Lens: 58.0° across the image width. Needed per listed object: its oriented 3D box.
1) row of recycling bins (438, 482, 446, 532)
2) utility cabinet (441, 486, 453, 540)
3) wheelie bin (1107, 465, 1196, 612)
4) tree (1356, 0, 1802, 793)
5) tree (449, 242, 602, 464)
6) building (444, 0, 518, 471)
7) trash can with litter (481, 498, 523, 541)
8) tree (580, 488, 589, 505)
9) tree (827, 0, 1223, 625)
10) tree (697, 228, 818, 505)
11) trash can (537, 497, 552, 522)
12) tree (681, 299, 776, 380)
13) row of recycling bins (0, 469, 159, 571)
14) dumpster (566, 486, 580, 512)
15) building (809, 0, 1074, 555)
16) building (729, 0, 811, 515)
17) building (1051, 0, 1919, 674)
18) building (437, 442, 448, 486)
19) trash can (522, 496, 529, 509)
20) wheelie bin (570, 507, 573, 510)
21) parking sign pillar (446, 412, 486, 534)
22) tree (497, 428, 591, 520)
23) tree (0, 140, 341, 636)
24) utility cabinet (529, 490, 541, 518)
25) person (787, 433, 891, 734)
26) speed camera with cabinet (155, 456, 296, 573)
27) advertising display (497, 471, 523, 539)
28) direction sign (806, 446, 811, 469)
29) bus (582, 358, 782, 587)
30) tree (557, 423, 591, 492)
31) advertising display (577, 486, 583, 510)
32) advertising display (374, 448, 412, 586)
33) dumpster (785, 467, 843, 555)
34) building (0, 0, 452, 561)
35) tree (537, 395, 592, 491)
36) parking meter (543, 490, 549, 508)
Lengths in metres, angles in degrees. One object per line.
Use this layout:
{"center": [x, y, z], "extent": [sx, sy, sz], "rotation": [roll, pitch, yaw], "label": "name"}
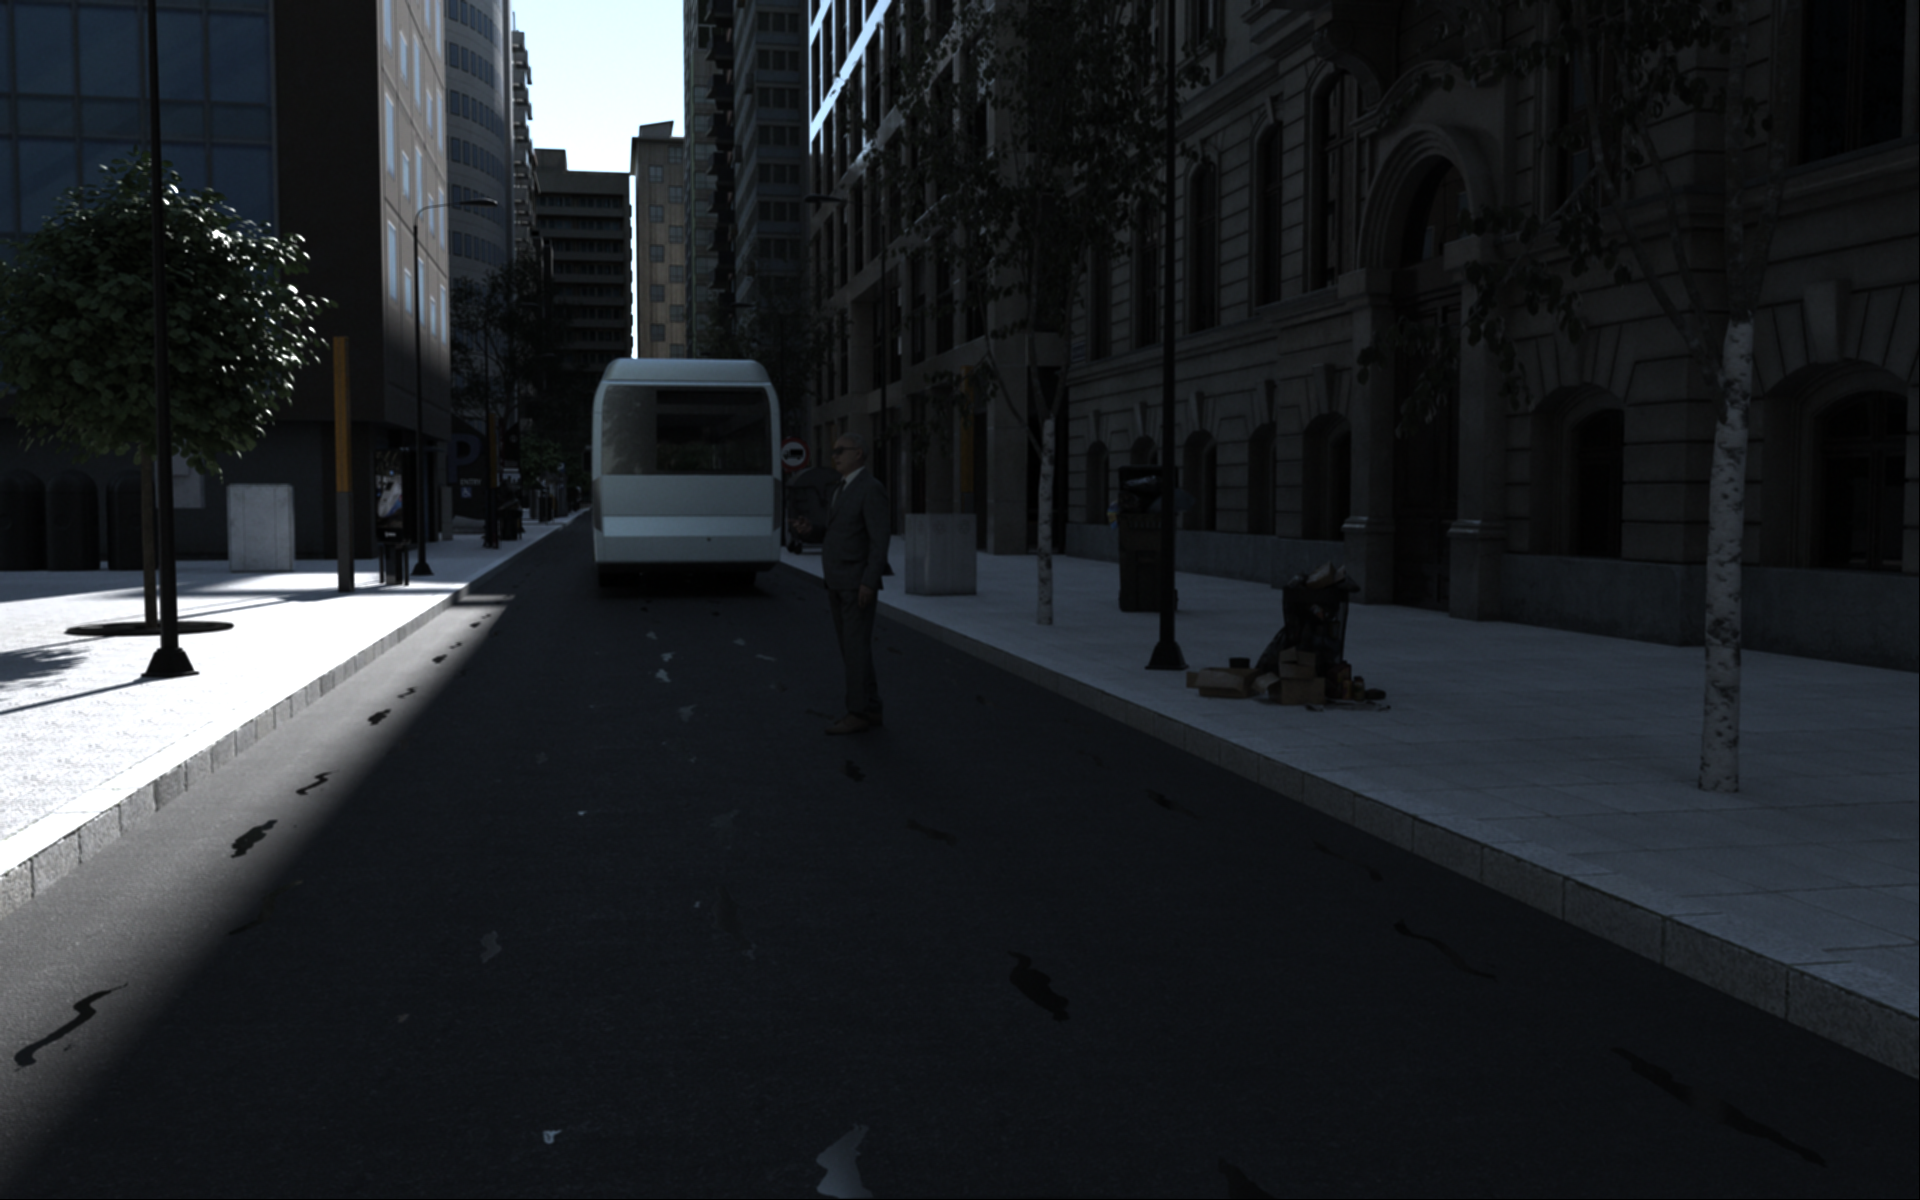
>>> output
{"center": [-18.940, -3.134, 58.355], "extent": [3.534, 1.692, 1.069], "rotation": [0, 4, 7], "label": "row of recycling bins"}
{"center": [-14.350, -2.434, 48.474], "extent": [0.318, 1.500, 1.173], "rotation": [-1, 4, -17], "label": "utility cabinet"}
{"center": [2.086, -0.676, 18.966], "extent": [0.980, 1.594, 0.693], "rotation": [1, 4, 10], "label": "wheelie bin"}
{"center": [3.196, -3.493, 7.469], "extent": [4.360, 8.622, 3.978], "rotation": [0, 3, 0], "label": "tree"}
{"center": [-16.468, -7.891, 63.433], "extent": [7.601, 10.594, 8.767], "rotation": [-1, 4, -21], "label": "tree"}
{"center": [-42.242, -35.280, 118.826], "extent": [21.231, 58.520, 28.212], "rotation": [-1, 4, -11], "label": "building"}
{"center": [-12.596, -2.217, 47.628], "extent": [1.055, 1.170, 0.624], "rotation": [-3, 5, -42], "label": "trash can with litter"}
{"center": [-45.816, -13.172, 209.962], "extent": [1.663, 3.219, 1.824], "rotation": [0, 3, 0], "label": "tree"}
{"center": [0.782, -4.079, 17.051], "extent": [4.360, 8.622, 3.978], "rotation": [0, 3, 0], "label": "tree"}
{"center": [-4.873, -5.919, 47.133], "extent": [4.360, 8.622, 3.978], "rotation": [0, 3, 0], "label": "tree"}
{"center": [-19.312, -4.223, 80.703], "extent": [0.748, 1.137, 0.748], "rotation": [0, 3, 0], "label": "trash can"}
{"center": [-8.703, -7.000, 64.819], "extent": [4.737, 8.622, 4.395], "rotation": [0, 3, 0], "label": "tree"}
{"center": [-15.342, -1.349, 29.170], "extent": [3.534, 1.692, 1.069], "rotation": [0, 4, -4], "label": "row of recycling bins"}
{"center": [-28.750, -7.634, 127.305], "extent": [1.502, 2.255, 1.985], "rotation": [-1, 4, -11], "label": "dumpster"}
{"center": [6.788, -15.261, 54.028], "extent": [19.350, 26.468, 34.151], "rotation": [-1, 4, -11], "label": "building"}
{"center": [-0.865, -25.043, 101.342], "extent": [23.993, 40.220, 32.217], "rotation": [-1, 4, -11], "label": "building"}
{"center": [10.559, -12.250, 19.375], "extent": [14.460, 24.649, 34.723], "rotation": [-1, 4, -11], "label": "building"}
{"center": [-34.996, -39.607, 85.824], "extent": [20.563, 71.187, 20.611], "rotation": [-1, 4, -11], "label": "building"}
{"center": [-37.733, -8.488, 150.429], "extent": [0.748, 1.137, 0.748], "rotation": [0, 3, 0], "label": "trash can"}
{"center": [-31.606, -8.127, 140.787], "extent": [0.980, 1.594, 0.693], "rotation": [-2, 4, -32], "label": "wheelie bin"}
{"center": [-15.841, -4.116, 55.768], "extent": [1.447, 3.967, 1.447], "rotation": [0, 4, 5], "label": "parking sign pillar"}
{"center": [-21.390, -6.280, 86.383], "extent": [4.285, 4.588, 4.351], "rotation": [0, 3, 0], "label": "tree"}
{"center": [-7.559, -1.990, 16.258], "extent": [4.285, 4.588, 4.351], "rotation": [0, 3, 0], "label": "tree"}
{"center": [-22.403, -5.062, 91.447], "extent": [0.318, 1.500, 1.173], "rotation": [-2, 4, -33], "label": "utility cabinet"}
{"center": [-0.718, -0.114, 10.535], "extent": [0.590, 1.801, 0.661], "rotation": [-2, 4, -30], "label": "person"}
{"center": [-12.004, -2.078, 28.311], "extent": [2.038, 3.252, 0.660], "rotation": [-1, 4, -16], "label": "speed camera with cabinet"}
{"center": [-12.811, -2.665, 48.787], "extent": [0.974, 1.923, 0.123], "rotation": [-3, 4, -36], "label": "advertising display"}
{"center": [-7.101, -5.524, 82.308], "extent": [0.379, 3.537, 0.876], "rotation": [1, 4, 20], "label": "direction sign"}
{"center": [-5.081, -2.154, 30.079], "extent": [2.948, 3.499, 13.247], "rotation": [-1, 4, -12], "label": "bus"}
{"center": [-36.729, -13.118, 164.840], "extent": [4.737, 8.622, 4.395], "rotation": [0, 3, 0], "label": "tree"}
{"center": [-30.826, -8.221, 139.630], "extent": [0.974, 1.923, 0.123], "rotation": [2, 4, 28], "label": "advertising display"}
{"center": [-8.021, -1.179, 24.496], "extent": [0.123, 1.923, 0.974], "rotation": [-3, 5, -41], "label": "advertising display"}
{"center": [-3.064, -1.932, 37.350], "extent": [1.264, 1.857, 1.865], "rotation": [-1, 4, -11], "label": "dumpster"}
{"center": [-19.300, -23.720, 37.932], "extent": [14.600, 45.320, 14.200], "rotation": [-1, 4, -11], "label": "building"}
{"center": [-26.678, -10.242, 117.822], "extent": [4.360, 8.622, 3.978], "rotation": [0, 3, 0], "label": "tree"}
{"center": [-22.967, -5.358, 96.020], "extent": [0.372, 1.533, 0.369], "rotation": [0, 3, 0], "label": "parking meter"}
